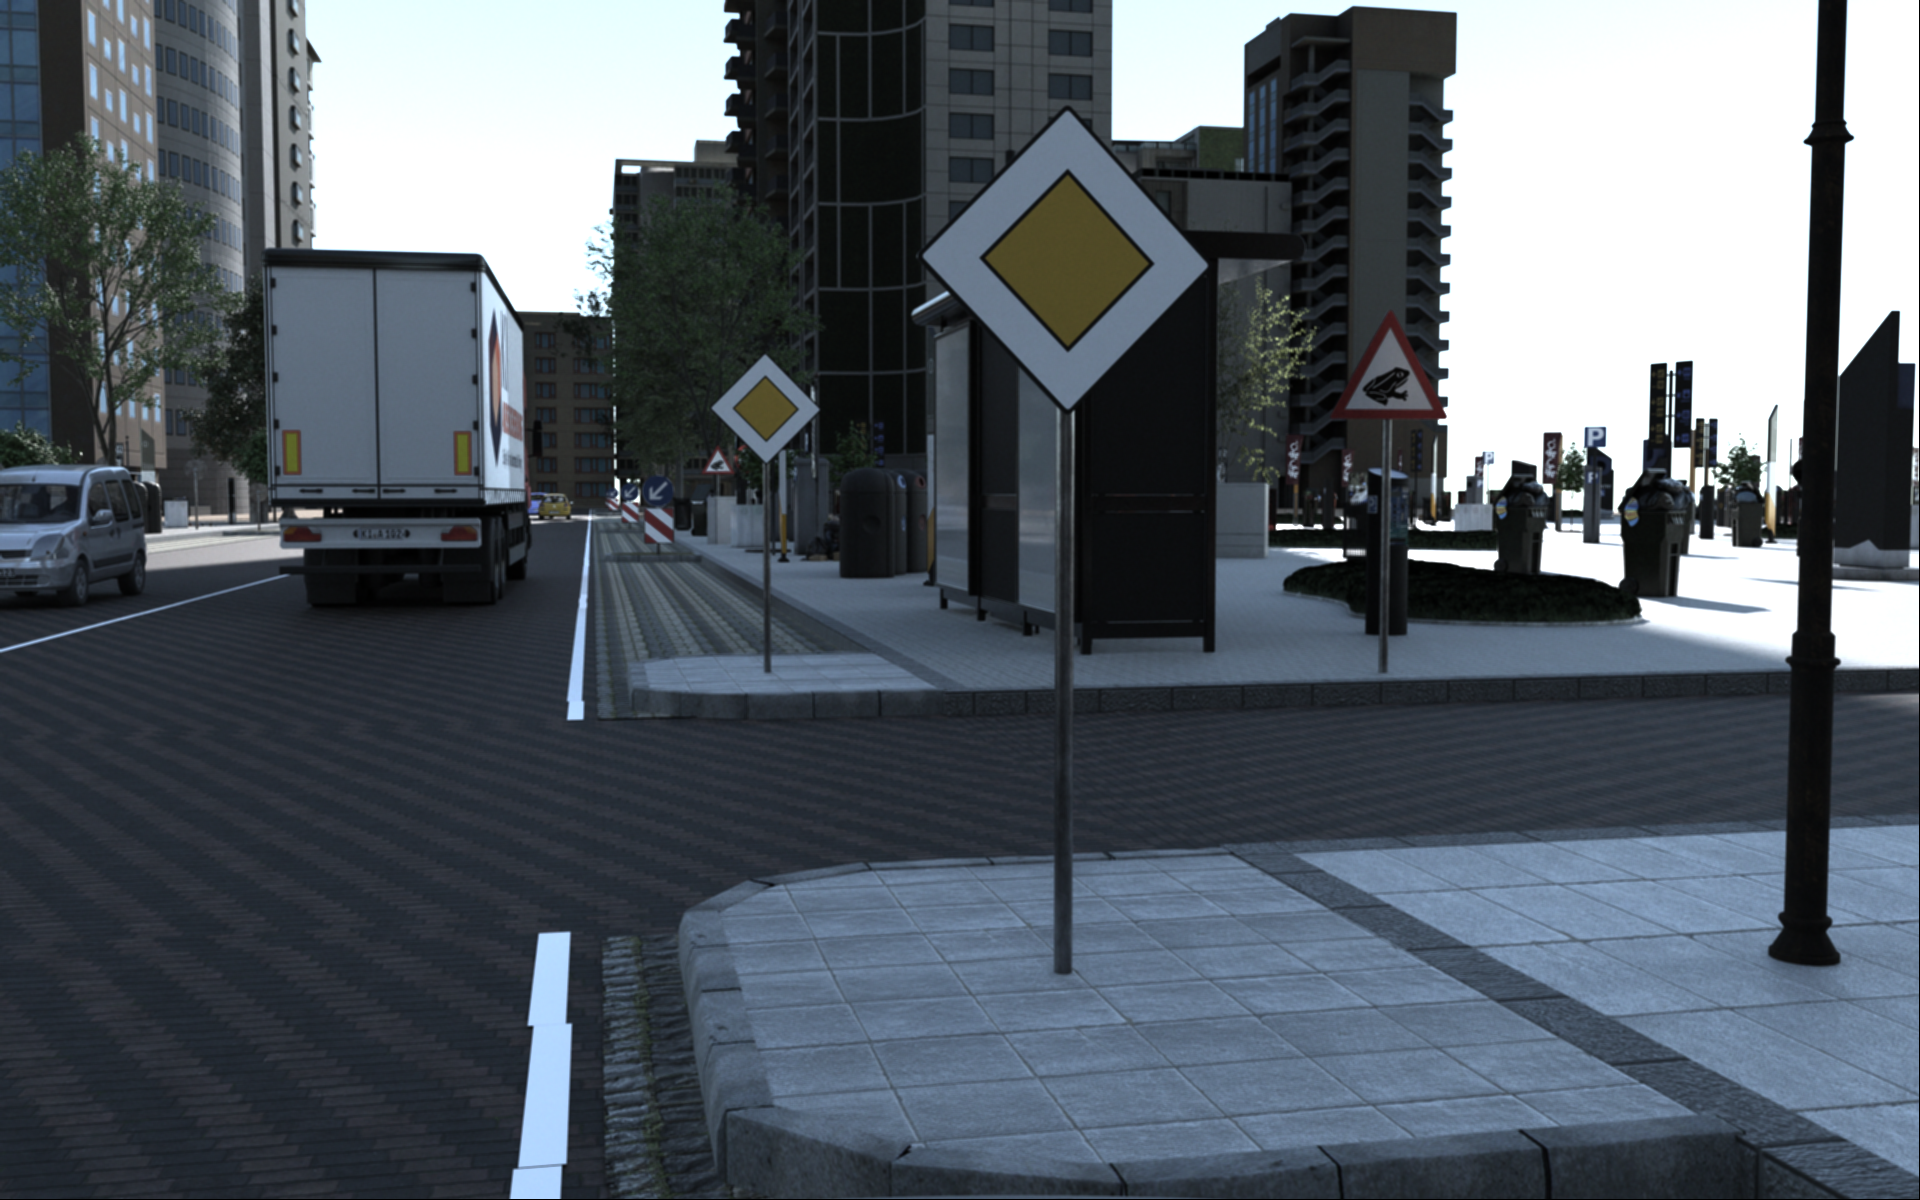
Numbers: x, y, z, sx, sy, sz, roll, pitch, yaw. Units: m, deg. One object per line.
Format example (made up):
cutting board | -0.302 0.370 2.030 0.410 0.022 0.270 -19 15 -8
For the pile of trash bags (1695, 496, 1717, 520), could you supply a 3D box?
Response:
pile of trash bags | 38.184 -4.709 86.737 3.447 1.369 1.912 0 4 -2

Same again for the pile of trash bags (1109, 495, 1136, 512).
pile of trash bags | 4.255 -3.002 58.828 1.912 1.369 3.447 -3 5 -42

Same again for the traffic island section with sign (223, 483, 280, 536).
traffic island section with sign | -24.442 -3.161 60.303 1.989 1.847 2.006 -1 4 -12

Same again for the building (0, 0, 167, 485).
building | -49.346 -26.699 86.640 14.600 45.320 14.200 -1 4 -12

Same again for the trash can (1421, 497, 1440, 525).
trash can | 19.851 -3.758 73.099 0.748 1.137 0.748 0 3 0

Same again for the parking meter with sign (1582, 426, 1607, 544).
parking meter with sign | 16.594 -3.005 45.396 0.543 3.016 1.738 1 4 18

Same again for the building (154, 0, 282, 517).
building | -56.115 -34.550 106.892 21.231 58.520 28.212 -1 4 -12

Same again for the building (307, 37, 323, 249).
building | -80.030 -36.120 179.800 27.495 52.752 28.713 -1 4 -12

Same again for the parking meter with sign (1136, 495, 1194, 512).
parking meter with sign | 3.824 -2.330 34.356 1.738 3.016 0.543 1 4 9

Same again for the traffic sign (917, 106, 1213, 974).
traffic sign | 0.274 -0.058 4.585 0.795 2.450 0.064 -1 4 -12

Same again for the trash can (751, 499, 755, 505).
trash can | -6.221 -2.606 54.260 0.748 1.137 0.748 0 3 0

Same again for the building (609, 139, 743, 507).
building | -26.595 -30.642 192.872 23.993 40.220 32.217 -1 4 -12

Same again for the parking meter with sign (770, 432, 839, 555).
parking meter with sign | -3.116 -2.457 36.439 1.738 3.016 0.543 -1 4 -17

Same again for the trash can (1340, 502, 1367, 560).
trash can | 7.611 -1.307 33.020 0.748 1.137 0.748 0 3 0

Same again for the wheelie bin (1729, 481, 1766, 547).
wheelie bin | 19.097 -2.088 42.040 0.693 1.594 0.980 0 4 4

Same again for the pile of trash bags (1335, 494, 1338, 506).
pile of trash bags | 20.758 -4.926 90.299 3.447 1.369 1.912 0 4 1

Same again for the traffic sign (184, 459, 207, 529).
traffic sign | -27.772 -3.844 62.959 0.768 2.556 0.104 -1 4 -11

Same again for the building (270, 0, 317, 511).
building | -63.193 -31.242 134.515 21.600 48.544 21.300 -1 4 -12

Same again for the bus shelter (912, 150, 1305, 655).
bus shelter | 0.854 -2.469 17.993 2.179 5.291 8.768 -1 4 -12

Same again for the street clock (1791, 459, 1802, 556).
street clock | 17.331 -1.898 35.597 0.471 2.002 0.358 1 4 18

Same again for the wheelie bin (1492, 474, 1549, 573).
wheelie bin | 9.099 -1.231 28.041 0.980 1.594 0.693 -3 5 -41

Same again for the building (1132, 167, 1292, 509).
building | 20.819 -23.575 157.153 14.107 30.474 14.160 -1 4 -12

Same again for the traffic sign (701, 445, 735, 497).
traffic sign | -6.453 -2.828 46.238 0.884 2.594 0.081 0 4 -6

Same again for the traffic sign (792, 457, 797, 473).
traffic sign | -4.125 -2.362 40.746 0.606 2.300 0.079 0 4 -6

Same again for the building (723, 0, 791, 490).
building | -7.698 -29.796 141.789 22.147 44.769 28.867 -1 4 -12

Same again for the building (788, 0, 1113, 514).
building | -2.478 -41.504 116.846 20.563 71.187 20.611 -1 4 -12

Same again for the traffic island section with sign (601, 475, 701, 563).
traffic island section with sign | -6.574 -1.734 36.985 1.989 1.847 2.006 -1 4 -12

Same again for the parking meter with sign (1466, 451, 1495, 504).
parking meter with sign | 21.071 -4.562 70.846 0.543 3.016 1.738 -1 4 -20

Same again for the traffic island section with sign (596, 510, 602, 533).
traffic island section with sign | -12.288 -3.378 63.852 1.989 1.847 2.006 -1 4 -12

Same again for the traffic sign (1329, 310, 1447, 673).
traffic sign | 3.041 -0.756 12.372 0.884 2.594 0.081 -1 4 -10

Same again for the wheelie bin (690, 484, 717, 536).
wheelie bin | -7.826 -2.760 53.033 0.980 1.594 0.693 3 4 36

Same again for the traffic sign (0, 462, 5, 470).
traffic sign | -25.171 -2.748 44.926 0.884 2.594 0.081 0 4 -5

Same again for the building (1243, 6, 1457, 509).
building | 34.976 -31.074 158.169 14.200 45.320 14.600 -1 4 -12

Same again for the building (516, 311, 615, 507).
building | -52.148 -20.883 186.471 28.899 21.520 27.650 -1 4 -12

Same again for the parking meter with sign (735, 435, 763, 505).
parking meter with sign | -5.146 -3.078 46.583 1.738 3.016 0.543 -1 4 -11

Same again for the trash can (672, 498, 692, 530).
trash can | -9.786 -3.029 61.177 0.748 1.137 0.748 0 3 0

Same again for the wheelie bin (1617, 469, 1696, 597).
wheelie bin | 8.723 -0.848 21.769 0.693 1.594 0.980 3 5 43

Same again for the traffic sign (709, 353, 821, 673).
traffic sign | -1.387 -0.535 12.396 0.795 2.450 0.064 -1 4 -12

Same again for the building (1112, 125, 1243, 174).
building | 22.747 -31.263 194.737 14.086 41.232 14.154 -1 4 -12

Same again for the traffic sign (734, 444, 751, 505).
traffic sign | -5.319 -2.672 43.795 0.768 2.556 0.104 -1 4 -8

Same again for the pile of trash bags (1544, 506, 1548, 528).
pile of trash bags | 21.517 -3.447 66.108 1.912 1.369 3.447 2 4 25

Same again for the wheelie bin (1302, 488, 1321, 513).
wheelie bin | 18.980 -5.239 93.567 0.980 1.594 0.693 0 4 7

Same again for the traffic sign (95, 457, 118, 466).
traffic sign | -28.904 -3.583 58.692 0.768 2.556 0.104 0 4 -7
